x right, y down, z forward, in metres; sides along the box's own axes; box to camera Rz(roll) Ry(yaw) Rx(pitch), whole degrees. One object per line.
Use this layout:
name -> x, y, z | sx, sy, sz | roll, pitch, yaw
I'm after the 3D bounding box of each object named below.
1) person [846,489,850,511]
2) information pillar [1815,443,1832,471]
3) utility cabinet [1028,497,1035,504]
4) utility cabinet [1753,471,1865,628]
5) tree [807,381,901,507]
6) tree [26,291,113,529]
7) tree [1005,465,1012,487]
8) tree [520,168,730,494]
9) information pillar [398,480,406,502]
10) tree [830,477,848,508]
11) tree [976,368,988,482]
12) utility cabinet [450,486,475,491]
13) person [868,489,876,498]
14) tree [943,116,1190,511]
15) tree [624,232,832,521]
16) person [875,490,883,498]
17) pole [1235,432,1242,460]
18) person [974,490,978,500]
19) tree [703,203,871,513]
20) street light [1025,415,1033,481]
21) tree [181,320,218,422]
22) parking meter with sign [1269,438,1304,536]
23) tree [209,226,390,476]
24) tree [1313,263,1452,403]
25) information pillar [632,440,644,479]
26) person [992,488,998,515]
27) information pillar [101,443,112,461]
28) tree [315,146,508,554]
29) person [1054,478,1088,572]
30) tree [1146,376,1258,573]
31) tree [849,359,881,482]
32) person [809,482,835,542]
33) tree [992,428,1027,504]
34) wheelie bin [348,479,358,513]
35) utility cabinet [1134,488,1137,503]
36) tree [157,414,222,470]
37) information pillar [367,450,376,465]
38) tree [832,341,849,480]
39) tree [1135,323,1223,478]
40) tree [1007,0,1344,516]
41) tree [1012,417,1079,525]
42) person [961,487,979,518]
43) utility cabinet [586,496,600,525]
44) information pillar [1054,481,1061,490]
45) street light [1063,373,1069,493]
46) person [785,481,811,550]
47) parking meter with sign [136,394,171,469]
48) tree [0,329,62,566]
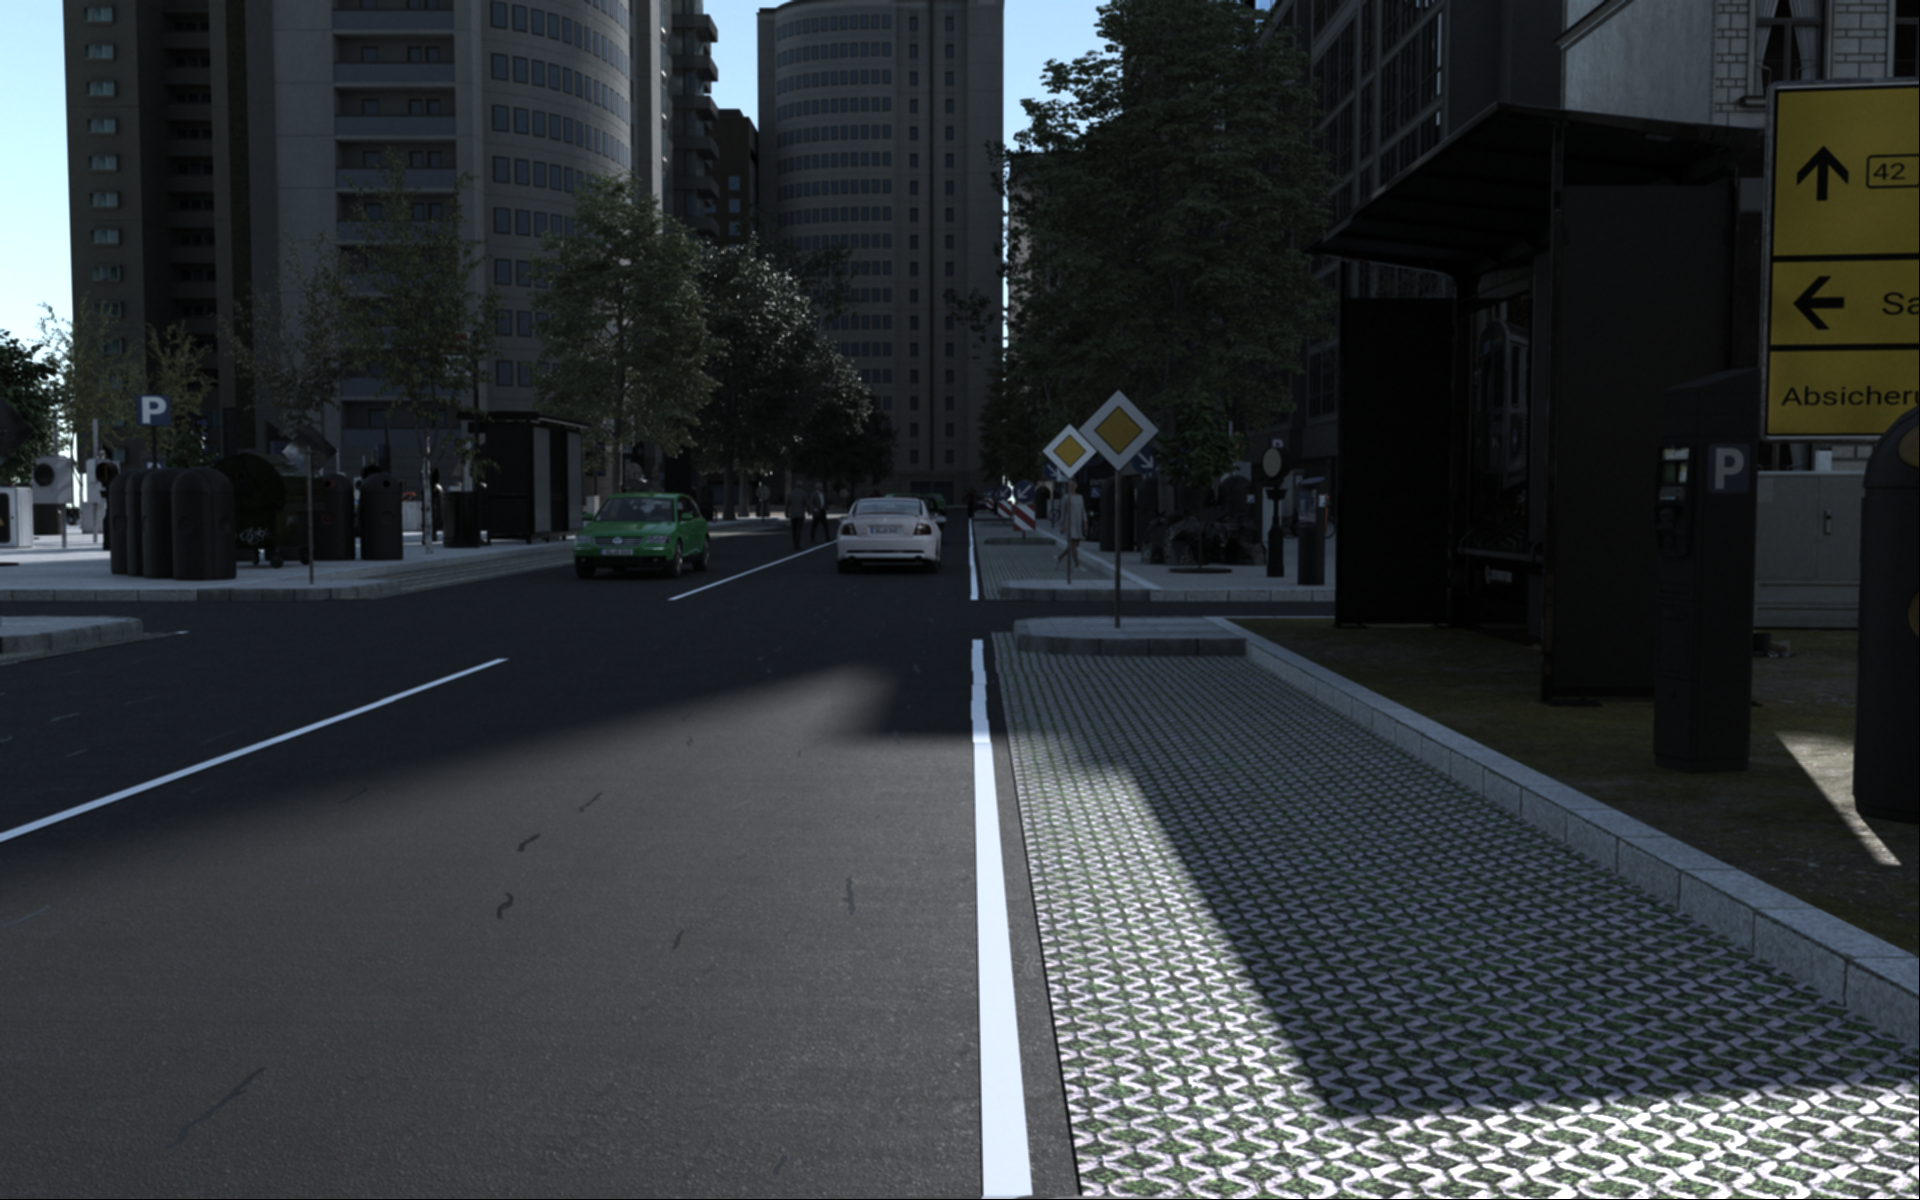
person -> -8.901, -7.865, 137.100 | 0.705, 1.823, 1.348 | -1, 4, -9
information pillar -> 16.484, -2.552, 33.088 | 0.504, 3.616, 0.183 | -3, 4, -37
utility cabinet -> 4.303, -5.357, 96.273 | 0.318, 1.500, 1.173 | 3, 5, 43
utility cabinet -> 8.076, -0.474, 16.437 | 1.173, 1.500, 0.318 | 0, 4, 6
tree -> -10.648, -15.633, 172.601 | 9.611, 12.733, 9.660 | 0, 3, 0
tree -> -32.241, -6.929, 63.644 | 4.737, 8.622, 4.395 | 0, 3, 0
tree -> 5.387, -9.796, 143.884 | 4.285, 4.588, 4.351 | 0, 3, 0
tree -> -11.789, -8.740, 61.033 | 7.486, 12.596, 7.792 | 0, 3, 0
information pillar -> -30.075, -5.438, 93.411 | 0.304, 2.012, 0.304 | 0, 4, 6
tree -> -11.201, -10.211, 161.543 | 1.663, 3.219, 1.824 | 0, 3, 0
tree -> 4.760, -11.657, 108.723 | 7.486, 12.596, 7.792 | 0, 3, 0
utility cabinet -> -13.935, -2.454, 48.796 | 0.318, 1.500, 1.173 | -3, 5, -43
person -> -6.403, -7.401, 129.450 | 1.348, 1.831, 0.705 | 2, 4, 25
tree -> 5.552, -14.040, 85.439 | 12.611, 20.169, 13.585 | 0, 3, 0
tree -> -11.293, -10.816, 83.504 | 9.857, 13.997, 8.962 | 0, 3, 0
person -> -4.717, -5.565, 100.965 | 0.415, 1.643, 0.593 | 3, 4, 36
pole -> 9.076, -3.835, 56.540 | 0.158, 3.312, 0.155 | 0, 3, 0
person -> 1.399, -9.458, 163.239 | 1.348, 1.812, 0.705 | 2, 4, 25
tree -> -12.918, -15.884, 115.593 | 12.611, 20.169, 13.585 | 0, 3, 0
street light -> 3.954, -7.739, 99.314 | 0.468, 5.910, 1.993 | 0, 4, 0
tree -> -33.315, -7.468, 72.465 | 4.737, 8.622, 4.395 | 0, 3, 0
parking meter with sign -> 10.247, -3.498, 53.454 | 0.543, 3.016, 1.738 | -2, 4, -25
tree -> -17.626, -5.905, 46.904 | 4.360, 8.622, 3.978 | 0, 3, 0
tree -> 11.609, -5.831, 45.697 | 4.360, 8.622, 3.978 | 0, 3, 0
information pillar -> -13.430, -4.958, 72.426 | 0.504, 3.616, 0.183 | 0, 4, -6
person -> 2.394, -6.692, 117.901 | 0.705, 1.826, 1.348 | -1, 4, -10
information pillar -> -39.544, -5.441, 80.310 | 0.183, 3.616, 0.504 | 2, 4, 32
tree -> -11.413, -5.289, 36.842 | 4.737, 8.622, 4.395 | 0, 3, 0
person -> 2.035, -1.389, 31.958 | 0.760, 1.731, 0.466 | 2, 4, 32
tree -> 3.832, -2.072, 28.483 | 1.663, 3.219, 1.824 | 0, 3, 0
tree -> -10.826, -14.190, 138.666 | 9.857, 13.997, 8.962 | 0, 3, 0
person -> -4.112, -2.592, 51.277 | 0.834, 1.777, 0.661 | 3, 4, 37
tree -> 5.193, -13.270, 167.331 | 4.360, 8.622, 3.978 | 0, 3, 0
wheelie bin -> -13.303, -1.765, 36.772 | 0.980, 1.594, 0.693 | -2, 4, -25
utility cabinet -> 6.984, -3.666, 68.624 | 0.318, 1.500, 1.173 | -1, 4, -18
tree -> -18.599, -2.896, 41.944 | 1.663, 3.219, 1.824 | 0, 3, 0
information pillar -> -31.029, -6.121, 91.425 | 0.504, 3.616, 0.183 | 1, 4, 17
tree -> -12.057, -11.555, 95.574 | 9.857, 13.997, 8.962 | 0, 3, 0
tree -> 9.371, -7.498, 72.954 | 4.360, 8.622, 3.978 | 0, 3, 0
tree -> 4.764, -7.224, 36.239 | 7.486, 12.596, 7.792 | 0, 3, 0
tree -> 4.940, -5.418, 72.302 | 4.285, 4.588, 4.351 | 0, 3, 0
person -> 0.620, -5.712, 101.853 | 1.348, 1.831, 0.705 | 3, 4, 39
utility cabinet -> -12.857, -3.027, 60.646 | 0.306, 1.237, 1.020 | 0, 4, -2
information pillar -> 5.393, -5.549, 95.214 | 0.304, 2.012, 0.304 | -3, 5, -40
street light -> 3.769, -5.367, 60.532 | 0.468, 5.910, 1.993 | 0, 4, 0
person -> -4.184, -2.201, 44.887 | 0.661, 1.777, 0.834 | 0, 4, 5
parking meter with sign -> -14.484, -2.137, 31.194 | 0.543, 3.016, 1.738 | -2, 4, -24
tree -> -17.642, -2.891, 30.988 | 4.285, 4.588, 4.351 | 0, 3, 0
